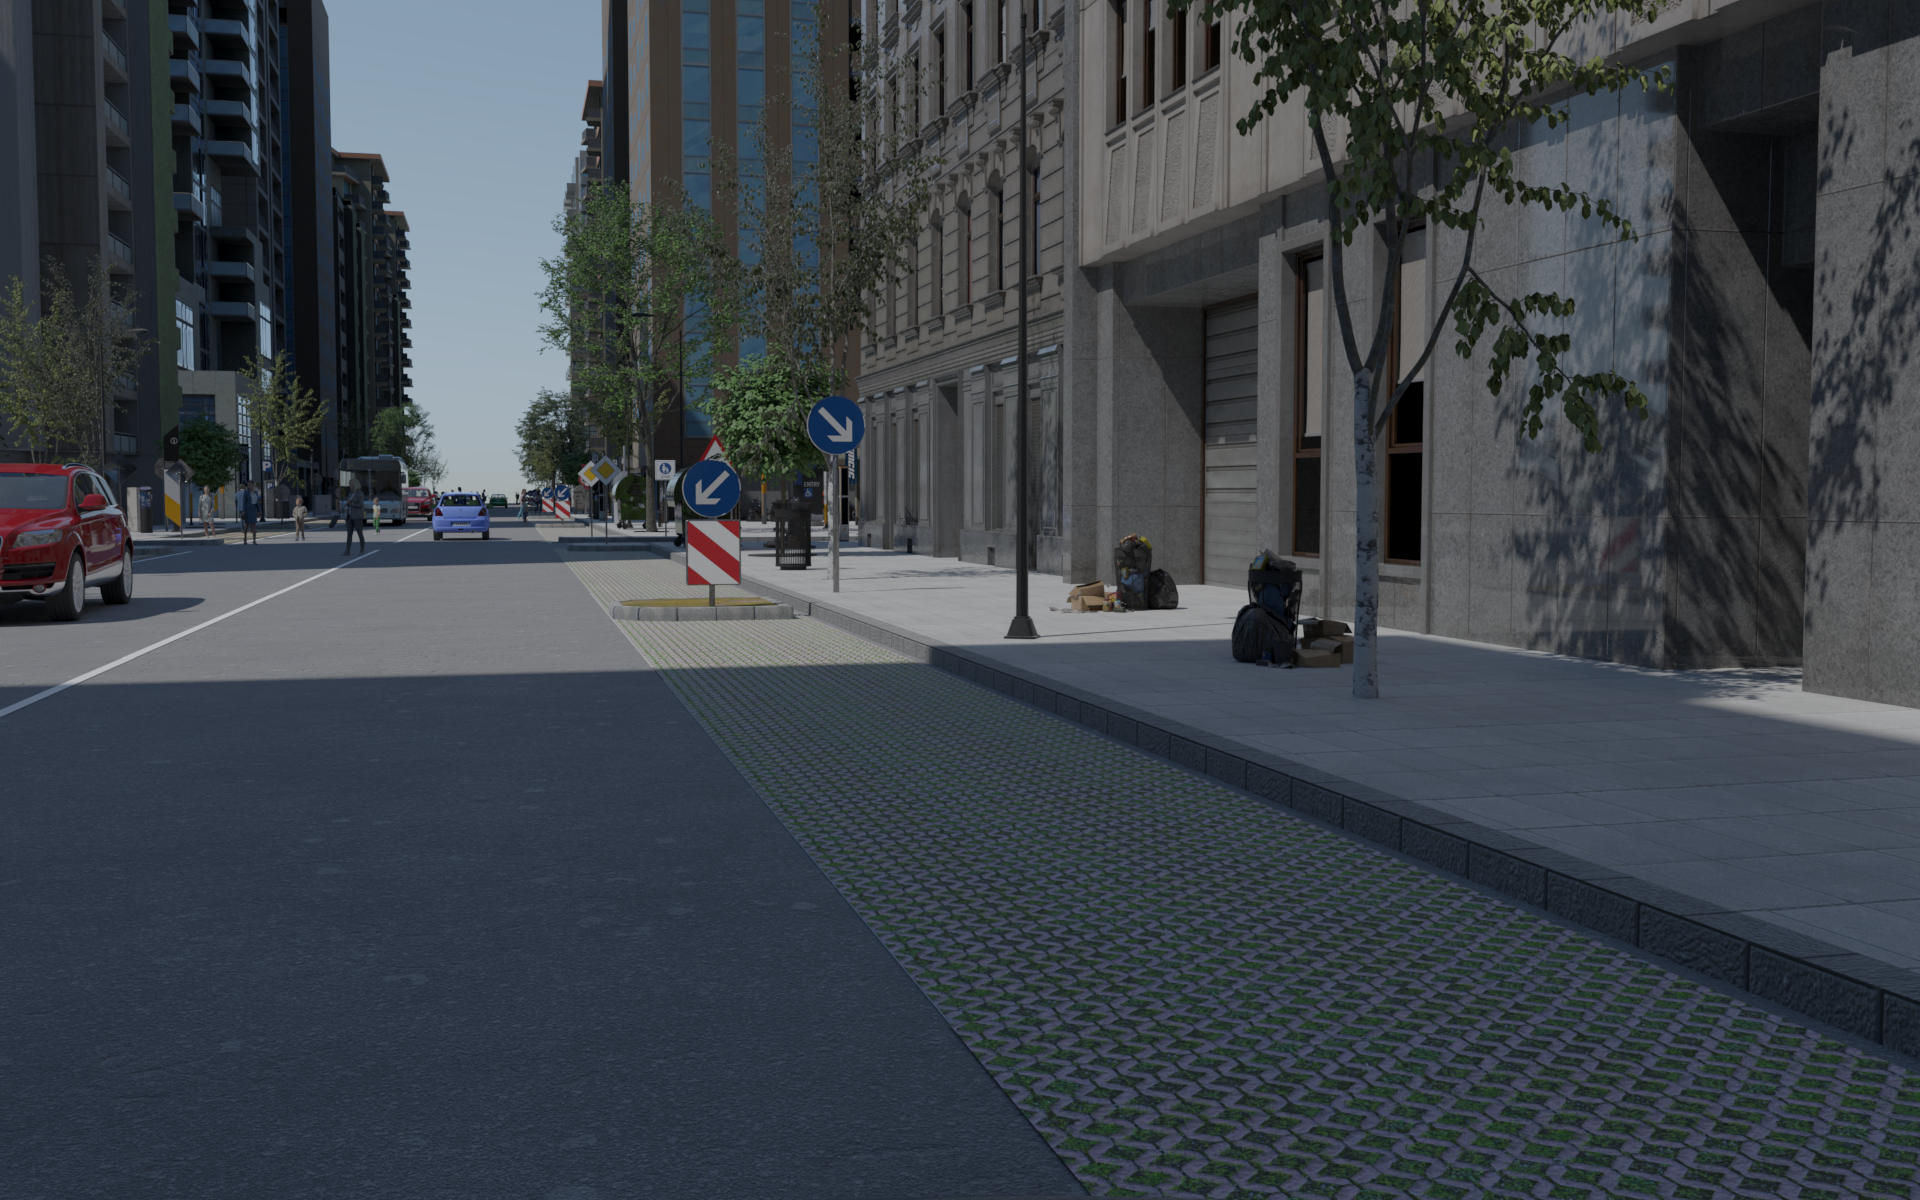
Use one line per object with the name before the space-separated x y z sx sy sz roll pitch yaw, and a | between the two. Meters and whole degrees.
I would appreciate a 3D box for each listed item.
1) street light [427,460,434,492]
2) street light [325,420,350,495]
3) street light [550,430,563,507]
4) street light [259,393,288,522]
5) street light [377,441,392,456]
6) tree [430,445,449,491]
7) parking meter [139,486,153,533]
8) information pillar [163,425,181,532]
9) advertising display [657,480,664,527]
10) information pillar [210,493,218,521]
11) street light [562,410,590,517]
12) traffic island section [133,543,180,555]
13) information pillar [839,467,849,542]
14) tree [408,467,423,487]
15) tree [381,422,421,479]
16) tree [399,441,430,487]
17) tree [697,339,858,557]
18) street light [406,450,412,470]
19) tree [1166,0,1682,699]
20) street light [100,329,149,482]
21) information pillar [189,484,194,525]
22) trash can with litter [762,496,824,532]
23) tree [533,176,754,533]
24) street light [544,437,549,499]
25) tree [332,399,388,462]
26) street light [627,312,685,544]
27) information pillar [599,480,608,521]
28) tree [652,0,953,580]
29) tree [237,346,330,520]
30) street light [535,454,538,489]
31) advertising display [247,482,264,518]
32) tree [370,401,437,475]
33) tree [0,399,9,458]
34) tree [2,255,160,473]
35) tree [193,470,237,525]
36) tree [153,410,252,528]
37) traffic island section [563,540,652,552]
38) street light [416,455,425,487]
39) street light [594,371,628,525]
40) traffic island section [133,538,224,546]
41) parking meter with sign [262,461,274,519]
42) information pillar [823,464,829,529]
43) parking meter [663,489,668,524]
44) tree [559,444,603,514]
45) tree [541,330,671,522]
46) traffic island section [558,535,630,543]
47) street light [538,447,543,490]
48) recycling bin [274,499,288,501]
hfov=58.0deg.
street light | -71.855 -15.998 234.101 1.470 5.913 1.316 -1 4 -15
street light | -39.105 -8.317 108.518 1.470 5.913 1.316 -1 4 -15
street light | -28.697 -9.325 125.004 1.470 5.913 1.316 -1 4 -15
street light | -31.400 -6.525 79.228 1.470 5.913 1.316 -1 4 -15
street light | -50.557 -10.987 152.182 1.470 5.913 1.316 -1 4 -15
tree | -74.909 -17.840 242.043 4.360 8.622 3.978 0 3 0
parking meter | -26.711 -2.962 56.839 0.372 1.533 0.369 0 3 0
information pillar | -26.470 -4.090 58.228 0.504 3.616 0.183 -1 4 -22
advertising display | -11.619 -3.788 67.146 0.123 1.923 0.974 0 4 -1
information pillar | -35.899 -5.608 83.038 0.504 3.616 0.183 -3 5 -44
street light | -20.942 -7.512 95.365 1.470 5.913 1.316 -1 4 -15
traffic island section | -20.094 -1.172 41.449 2.009 0.180 2.903 -1 4 -15
information pillar | -3.199 -2.584 46.734 0.304 2.012 0.304 -3 5 -42
tree | -65.835 -13.653 206.941 4.285 4.588 4.351 0 3 0
tree | -57.708 -13.907 177.745 4.737 8.622 4.395 0 3 0
tree | -68.716 -16.245 215.966 4.360 8.622 3.978 0 3 0
tree | -3.751 -3.183 35.762 4.285 4.588 4.351 0 3 0
street light | -58.346 -12.817 182.094 1.470 5.913 1.316 -1 4 -15
tree | 2.582 -3.674 10.439 4.737 8.622 4.395 0 3 0
street light | -23.492 -4.659 48.713 1.470 5.913 1.316 -1 4 -15
information pillar | -31.582 -4.876 71.078 0.183 3.616 0.504 -2 4 -29
trash can with litter | -5.809 -2.929 58.945 2.233 1.210 1.678 3 5 42
tree | -10.526 -8.079 57.851 9.928 11.665 9.643 0 3 0
street light | -32.690 -10.248 140.087 1.470 5.913 1.316 -1 4 -15
tree | -47.078 -11.317 135.398 4.360 8.622 3.978 0 3 0
street light | -7.708 -4.404 44.542 1.470 5.913 1.316 -1 4 -15
information pillar | -17.142 -4.815 83.219 0.304 2.012 0.304 2 4 24
tree | -2.099 -4.614 25.803 4.360 8.622 3.978 0 3 0
tree | -34.096 -8.345 86.809 4.737 8.622 4.395 0 3 0
street light | -47.904 -13.833 198.717 1.470 5.913 1.316 -1 4 -15
advertising display | -37.536 -5.325 92.285 0.123 1.923 0.974 2 4 26
tree | -61.641 -16.269 191.747 9.928 11.665 9.643 0 3 0
tree | -21.572 -3.180 35.709 4.285 4.588 4.351 0 3 0
tree | -26.524 -6.242 52.427 4.360 8.622 3.978 0 3 0
tree | -31.597 -4.783 72.804 1.663 3.219 1.824 0 3 0
tree | -28.761 -5.037 66.063 4.285 4.588 4.351 0 3 0
traffic island section | -9.021 -1.348 44.326 2.009 0.180 2.903 -1 4 -15
street light | -63.993 -14.158 204.019 1.470 5.913 1.316 -1 4 -15
street light | -12.990 -5.654 64.991 1.470 5.913 1.316 -1 4 -15
traffic island section | -22.112 -1.645 49.176 2.009 0.180 2.903 -1 4 -15
parking meter with sign | -36.253 -5.784 90.828 0.543 3.016 1.738 -2 4 -27
information pillar | -4.937 -4.455 64.197 0.183 3.616 0.504 1 4 12
parking meter | -12.920 -4.106 75.551 0.372 1.533 0.369 0 3 0
tree | -24.615 -7.930 113.364 4.285 4.588 4.351 0 3 0
tree | -15.515 -7.825 78.296 4.737 8.622 4.395 0 3 0
traffic island section | -11.039 -1.821 52.053 2.009 0.180 2.903 -1 4 -15
street light | -40.272 -12.041 169.409 1.470 5.913 1.316 -1 4 -15
recycling bin | -38.512 -5.229 98.049 0.722 1.027 0.722 -3 5 -41
